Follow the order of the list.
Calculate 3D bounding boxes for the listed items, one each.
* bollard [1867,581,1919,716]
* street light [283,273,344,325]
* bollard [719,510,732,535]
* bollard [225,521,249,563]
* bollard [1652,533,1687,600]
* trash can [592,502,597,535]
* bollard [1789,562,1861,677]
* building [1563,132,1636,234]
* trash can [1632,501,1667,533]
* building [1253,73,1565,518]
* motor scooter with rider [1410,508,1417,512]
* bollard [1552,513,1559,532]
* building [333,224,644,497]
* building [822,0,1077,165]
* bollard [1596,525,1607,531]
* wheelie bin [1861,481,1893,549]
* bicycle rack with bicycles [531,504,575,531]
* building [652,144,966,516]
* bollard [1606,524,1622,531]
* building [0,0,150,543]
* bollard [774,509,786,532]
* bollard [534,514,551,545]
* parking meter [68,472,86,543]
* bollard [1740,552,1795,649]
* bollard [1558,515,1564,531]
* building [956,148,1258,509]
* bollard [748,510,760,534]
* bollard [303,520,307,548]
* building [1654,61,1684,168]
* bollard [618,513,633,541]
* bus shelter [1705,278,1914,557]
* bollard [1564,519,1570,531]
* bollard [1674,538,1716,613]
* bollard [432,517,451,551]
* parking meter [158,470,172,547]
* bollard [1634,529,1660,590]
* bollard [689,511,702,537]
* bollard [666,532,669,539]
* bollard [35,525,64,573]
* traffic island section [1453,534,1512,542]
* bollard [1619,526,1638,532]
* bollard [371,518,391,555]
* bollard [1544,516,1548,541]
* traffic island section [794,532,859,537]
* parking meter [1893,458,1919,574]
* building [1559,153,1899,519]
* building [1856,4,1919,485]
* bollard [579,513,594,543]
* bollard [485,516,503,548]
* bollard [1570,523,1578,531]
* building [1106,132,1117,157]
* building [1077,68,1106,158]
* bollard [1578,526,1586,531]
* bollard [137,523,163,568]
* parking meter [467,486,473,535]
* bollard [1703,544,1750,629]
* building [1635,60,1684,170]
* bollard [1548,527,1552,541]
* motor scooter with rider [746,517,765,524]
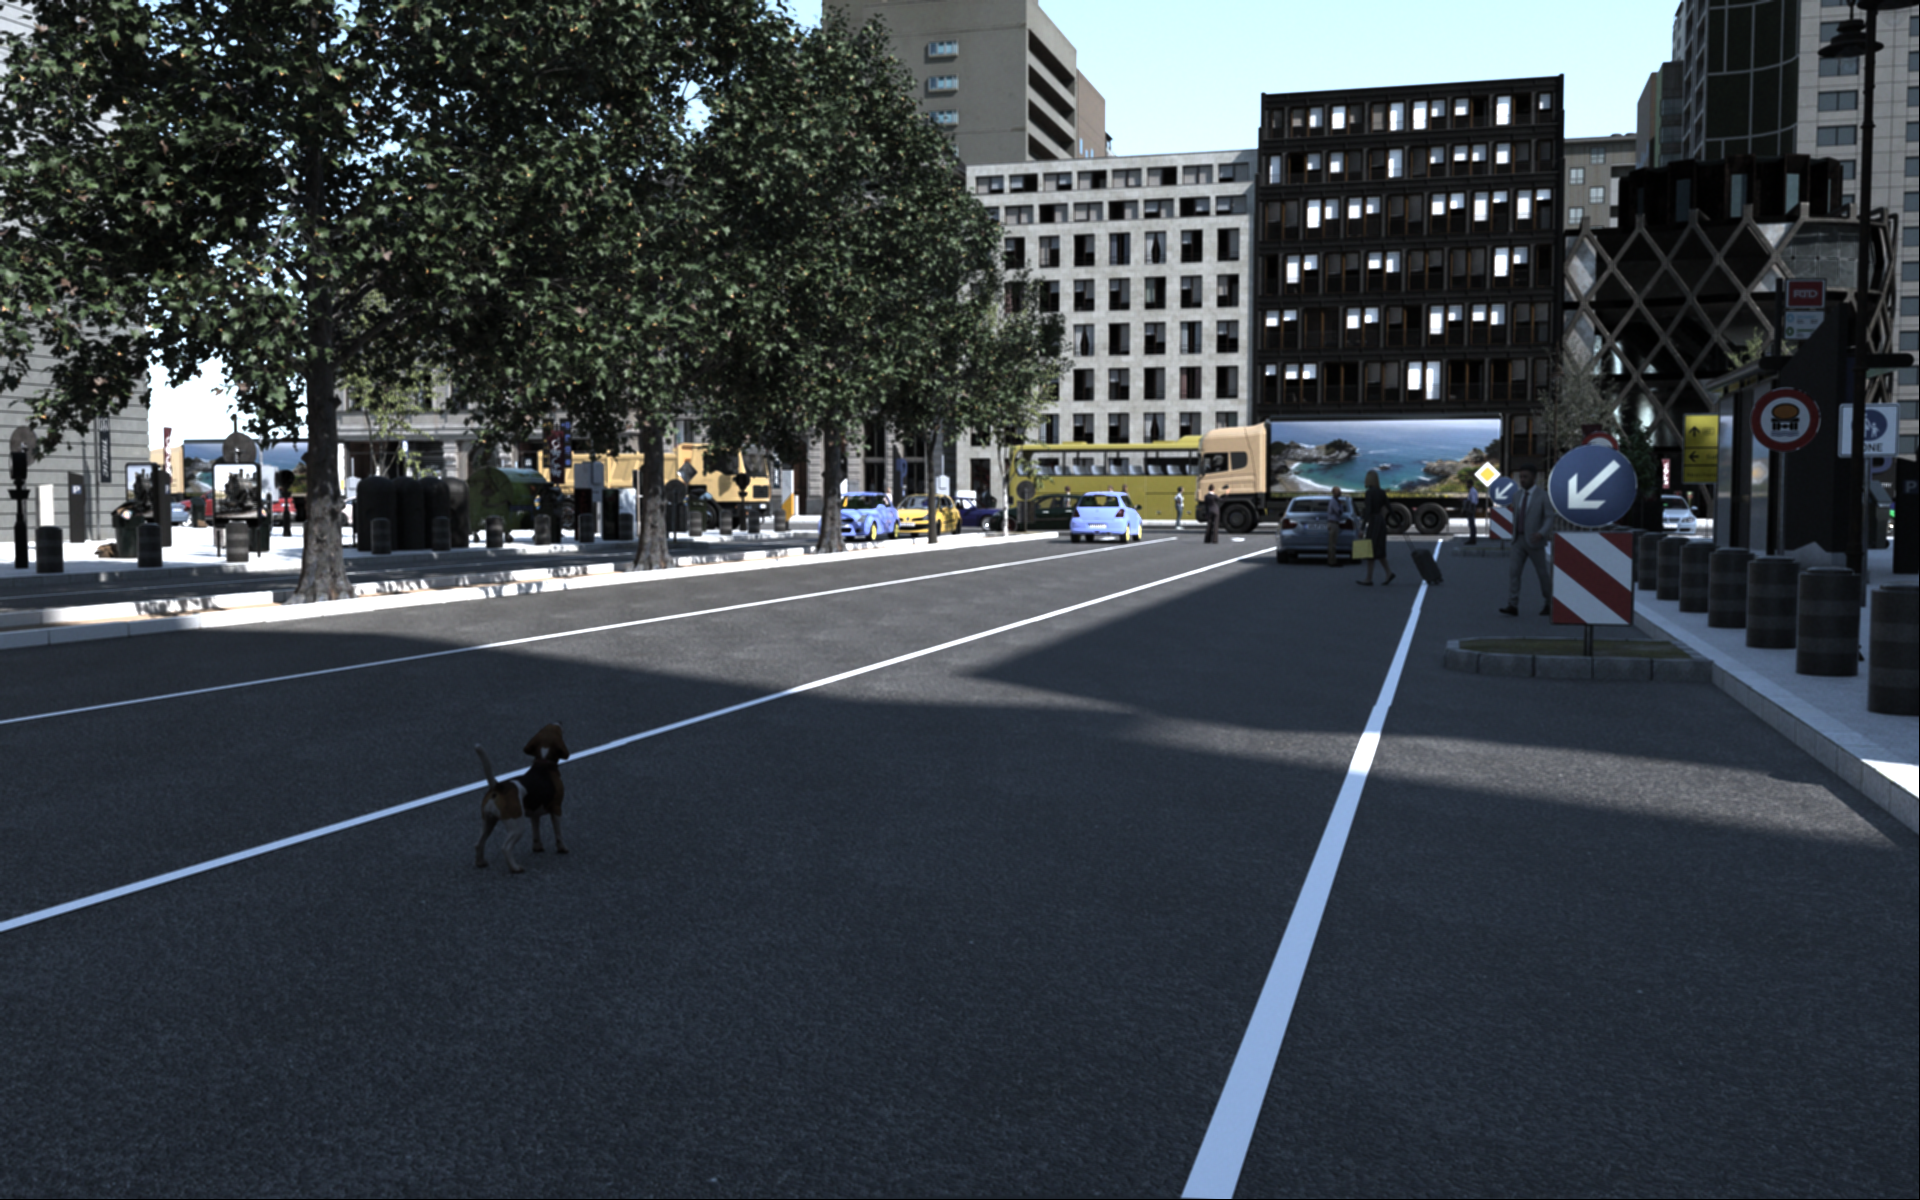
[{"bbox_3d":[5.561,0.278,10.165,0.404,0.777,0.398,0,3,0],"label":"bollard"},{"bbox_3d":[-13.190,-3.825,35.320,0.468,5.910,1.993,1,4,16],"label":"street light"},{"bbox_3d":[-7.344,-2.421,54.305,0.404,0.777,0.398,0,3,0],"label":"bollard"},{"bbox_3d":[-13.587,-1.091,32.553,0.404,0.777,0.398,0,3,0],"label":"bollard"},{"bbox_3d":[8.687,-0.387,21.049,0.404,0.777,0.398,0,3,0],"label":"bollard"},{"bbox_3d":[-11.615,-2.587,53.951,0.748,1.137,0.748,0,3,0],"label":"trash can"},{"bbox_3d":[6.184,0.146,12.335,0.404,0.777,0.398,0,3,0],"label":"bollard"},{"bbox_3d":[88.883,-40.604,253.112,27.495,52.752,28.713,1,4,16],"label":"building"},{"bbox_3d":[14.398,-1.507,36.290,0.748,1.137,0.748,0,3,0],"label":"trash can"},{"bbox_3d":[25.232,-16.388,97.629,15.834,23.373,12.332,1,4,16],"label":"building"},{"bbox_3d":[19.219,-4.058,75.320,1.986,1.779,0.876,1,4,16],"label":"motor scooter with rider"},{"bbox_3d":[14.924,-1.717,42.785,0.404,0.777,0.398,0,3,0],"label":"bollard"},{"bbox_3d":[-37.999,-16.162,115.159,40.483,20.767,10.553,1,4,16],"label":"building"},{"bbox_3d":[-1.579,-33.097,164.829,21.300,48.544,21.600,1,4,16],"label":"building"},{"bbox_3d":[11.177,-0.919,29.738,0.404,0.777,0.398,0,3,0],"label":"bollard"},{"bbox_3d":[21.314,-1.998,40.578,0.980,1.594,0.693,-2,4,-31],"label":"wheelie bin"},{"bbox_3d":[-14.246,-2.934,61.361,2.925,0.926,2.852,0,4,-2],"label":"bicycle rack with bicycles"},{"bbox_3d":[-8.513,-17.031,107.329,19.941,23.489,11.050,1,4,16],"label":"building"},{"bbox_3d":[10.555,-0.786,27.563,0.404,0.777,0.398,0,3,0],"label":"bollard"},{"bbox_3d":[-39.304,-16.590,48.747,29.804,29.767,11.434,1,4,16],"label":"building"},{"bbox_3d":[-6.097,-2.686,58.634,0.404,0.777,0.398,0,3,0],"label":"bollard"},{"bbox_3d":[-10.468,-1.756,43.426,0.404,0.777,0.398,0,3,0],"label":"bollard"},{"bbox_3d":[-23.094,-2.423,45.327,0.399,1.863,0.255,-2,4,-27],"label":"parking meter"},{"bbox_3d":[6.813,0.012,14.513,0.404,0.777,0.398,0,3,0],"label":"bollard"},{"bbox_3d":[14.300,-1.584,40.612,0.404,0.777,0.398,0,3,0],"label":"bollard"},{"bbox_3d":[9.311,-15.092,101.499,16.860,20.320,10.420,1,4,16],"label":"building"},{"bbox_3d":[-6.720,-2.554,56.469,0.404,0.777,0.398,0,3,0],"label":"bollard"},{"bbox_3d":[-12.962,-1.224,34.731,0.404,0.777,0.398,0,3,0],"label":"bollard"},{"bbox_3d":[73.404,-29.478,165.556,14.154,41.232,14.086,1,4,16],"label":"building"},{"bbox_3d":[-9.219,-2.022,47.780,0.404,0.777,0.398,0,3,0],"label":"bollard"},{"bbox_3d":[14.331,-3.210,30.118,2.179,5.291,8.768,1,4,16],"label":"bus shelter"},{"bbox_3d":[13.674,-1.450,38.423,0.404,0.777,0.398,0,3,0],"label":"bollard"},{"bbox_3d":[8.059,-0.254,18.870,0.404,0.777,0.398,0,3,0],"label":"bollard"},{"bbox_3d":[-11.710,-1.490,39.083,0.404,0.777,0.398,0,3,0],"label":"bollard"},{"bbox_3d":[-19.271,-2.212,41.873,0.255,1.863,0.399,0,4,1],"label":"parking meter"},{"bbox_3d":[9.310,-0.520,23.213,0.404,0.777,0.398,0,3,0],"label":"bollard"},{"bbox_3d":[-7.968,-2.289,52.137,0.404,0.777,0.398,0,3,0],"label":"bollard"},{"bbox_3d":[-8.590,-2.156,49.962,0.404,0.777,0.398,0,3,0],"label":"bollard"},{"bbox_3d":[-14.831,-0.825,28.207,0.404,0.777,0.398,0,3,0],"label":"bollard"},{"bbox_3d":[16.226,-1.898,53.319,2.009,0.180,2.903,1,4,16],"label":"traffic island section"},{"bbox_3d":[9.930,-0.653,25.391,0.404,0.777,0.398,0,3,0],"label":"bollard"},{"bbox_3d":[-12.335,-1.357,36.903,0.404,0.777,0.398,0,3,0],"label":"bollard"},{"bbox_3d":[16.169,-1.982,47.122,0.404,0.777,0.398,0,3,0],"label":"bollard"},{"bbox_3d":[-4.241,-2.257,59.176,2.009,0.180,2.903,1,4,16],"label":"traffic island section"},{"bbox_3d":[15.270,-1.354,27.857,0.399,1.863,0.255,1,4,18],"label":"parking meter"},{"bbox_3d":[41.743,-13.952,95.565,16.811,18.784,16.820,1,4,16],"label":"building"},{"bbox_3d":[71.034,-43.323,146.578,20.563,71.187,20.611,1,4,16],"label":"building"},{"bbox_3d":[-9.837,-1.890,45.615,0.404,0.777,0.398,0,3,0],"label":"bollard"},{"bbox_3d":[-11.090,-1.623,41.252,0.404,0.777,0.398,0,3,0],"label":"bollard"},{"bbox_3d":[13.048,-1.317,36.255,0.404,0.777,0.398,0,3,0],"label":"bollard"},{"bbox_3d":[11.349,-31.489,198.447,14.086,41.232,14.154,1,4,16],"label":"building"},{"bbox_3d":[6.967,-32.475,181.070,14.600,45.320,14.200,1,4,16],"label":"building"},{"bbox_3d":[12.427,-1.184,34.079,0.404,0.777,0.398,0,3,0],"label":"bollard"},{"bbox_3d":[-14.212,-0.958,30.372,0.404,0.777,0.398,0,3,0],"label":"bollard"},{"bbox_3d":[-15.387,-2.786,53.963,0.372,1.533,0.369,0,3,0],"label":"parking meter"},{"bbox_3d":[7.435,-0.121,16.696,0.404,0.777,0.398,0,3,0],"label":"bollard"},{"bbox_3d":[77.535,-32.344,178.934,14.600,45.320,14.200,1,4,16],"label":"building"},{"bbox_3d":[15.548,-1.850,44.957,0.404,0.777,0.398,0,3,0],"label":"bollard"},{"bbox_3d":[-10.354,-4.556,83.454,1.986,1.779,0.876,1,4,17],"label":"motor scooter with rider"}]
